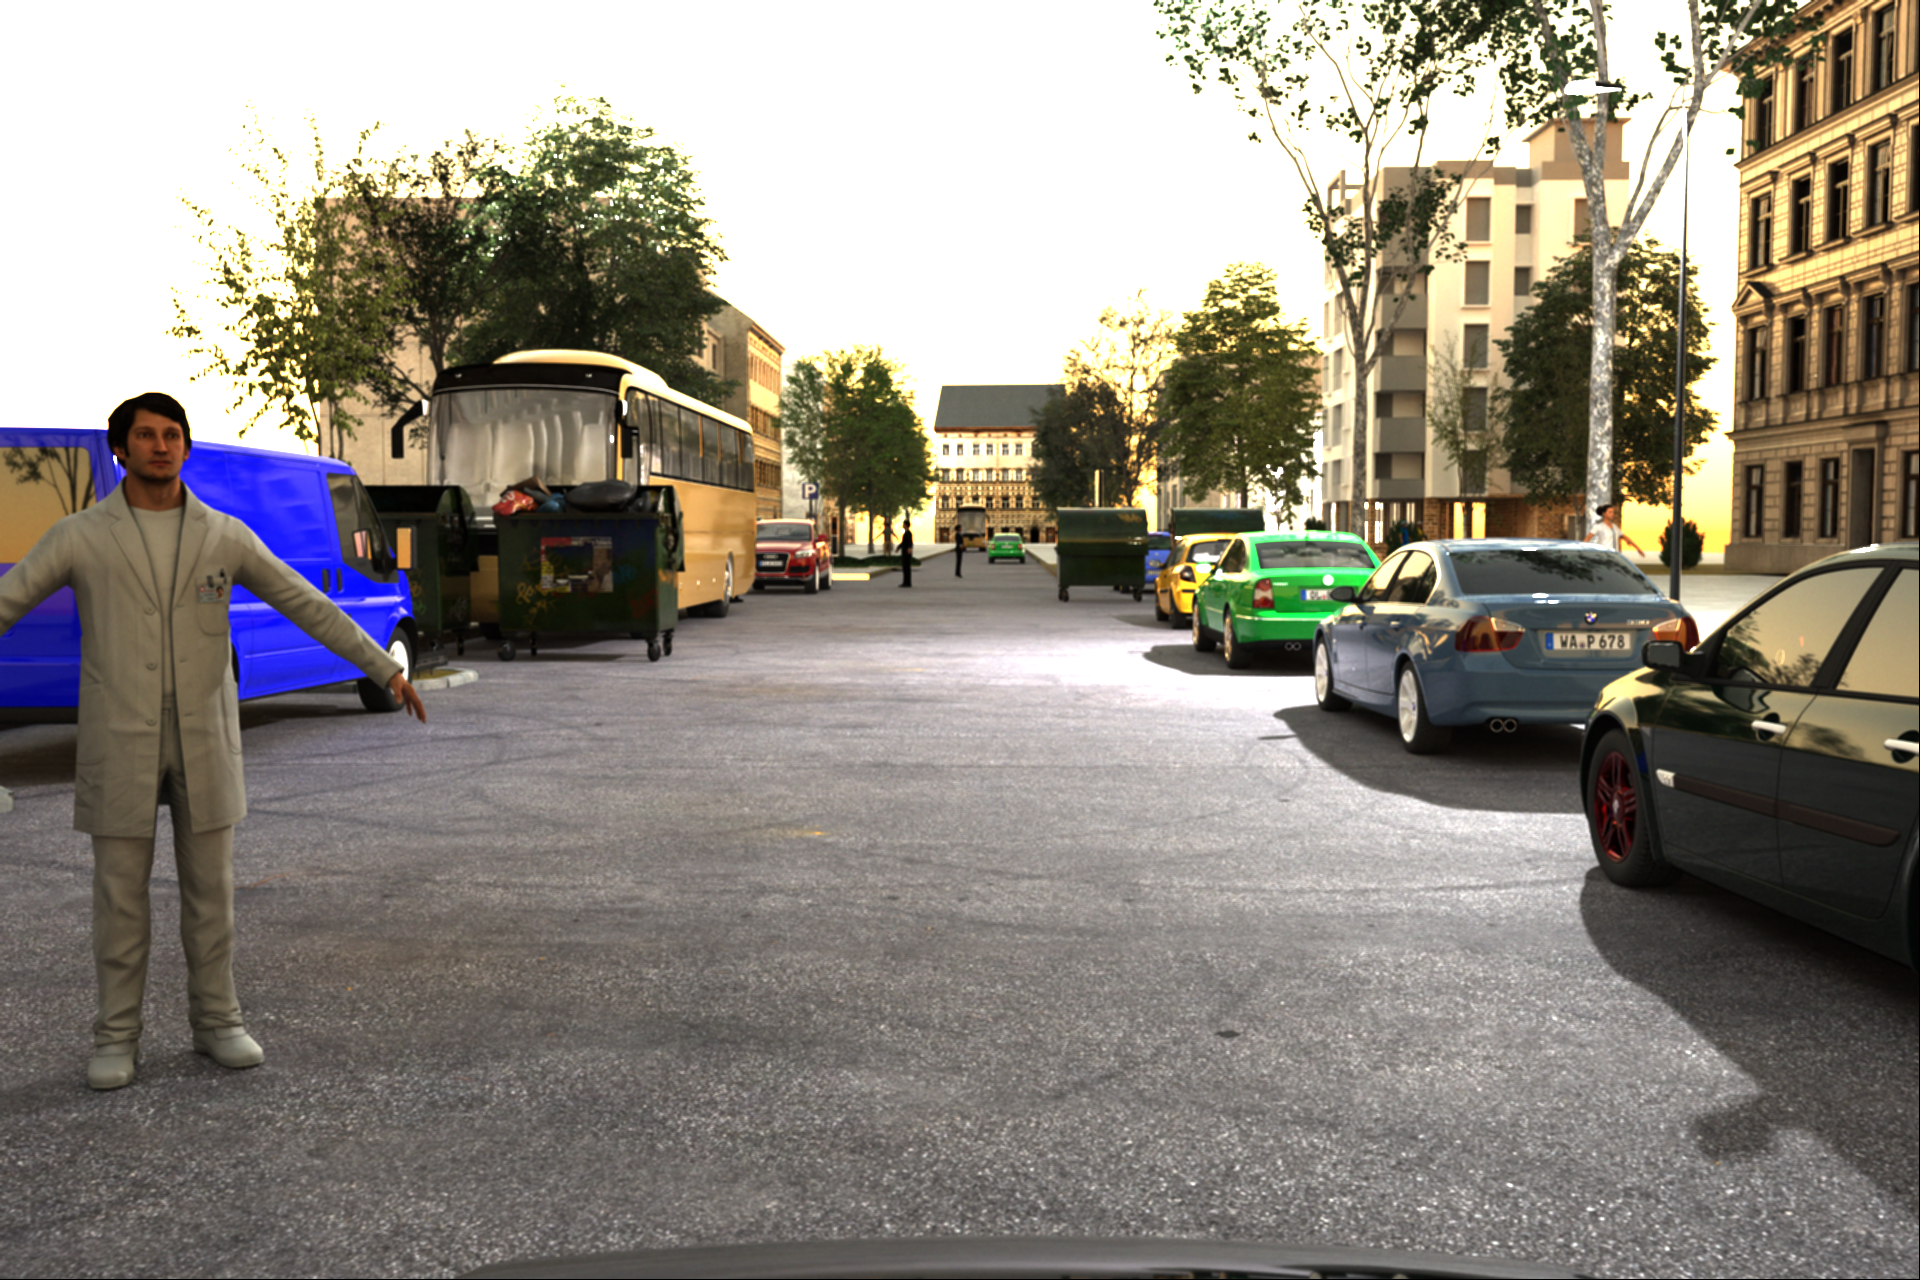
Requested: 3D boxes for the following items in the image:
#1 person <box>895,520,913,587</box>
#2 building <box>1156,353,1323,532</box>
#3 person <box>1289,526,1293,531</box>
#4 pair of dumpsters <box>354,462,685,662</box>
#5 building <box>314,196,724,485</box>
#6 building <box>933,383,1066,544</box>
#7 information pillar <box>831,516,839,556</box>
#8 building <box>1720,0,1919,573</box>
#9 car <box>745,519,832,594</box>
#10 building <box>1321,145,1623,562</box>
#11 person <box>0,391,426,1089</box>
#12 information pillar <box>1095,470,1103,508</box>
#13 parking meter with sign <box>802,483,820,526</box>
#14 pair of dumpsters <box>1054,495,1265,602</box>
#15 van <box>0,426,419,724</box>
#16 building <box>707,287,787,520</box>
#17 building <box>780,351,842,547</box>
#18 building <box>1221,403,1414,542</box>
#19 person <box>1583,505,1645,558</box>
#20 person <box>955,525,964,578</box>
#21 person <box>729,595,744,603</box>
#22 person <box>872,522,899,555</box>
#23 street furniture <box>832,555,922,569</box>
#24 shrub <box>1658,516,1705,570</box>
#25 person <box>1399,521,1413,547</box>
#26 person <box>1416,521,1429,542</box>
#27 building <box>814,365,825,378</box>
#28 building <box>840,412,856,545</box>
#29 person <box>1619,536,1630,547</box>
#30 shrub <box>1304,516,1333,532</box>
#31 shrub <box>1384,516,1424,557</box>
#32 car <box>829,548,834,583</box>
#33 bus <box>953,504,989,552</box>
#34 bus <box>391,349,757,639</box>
[{"bbox_3d":[-1.473,-2.335,46.821,0.705,1.806,1.347,-1,4,-18],"label":"person"},{"bbox_3d":[30.025,-19.053,177.971,16.747,18.905,31.486,0,4,1],"label":"building"},{"bbox_3d":[18.084,-5.357,94.300,1.216,1.740,0.721,-1,4,-17],"label":"person"},{"bbox_3d":[-5.466,-0.913,19.871,4.436,2.255,1.574,0,4,2],"label":"pair of dumpsters"},{"bbox_3d":[-25.250,-14.702,106.841,16.747,18.905,31.486,0,4,1],"label":"building"},{"bbox_3d":[6.270,-25.594,251.840,18.063,23.208,19.493,0,4,6],"label":"building"},{"bbox_3d":[-5.131,-4.066,70.978,0.304,2.012,0.304,0,4,2],"label":"information pillar"},{"bbox_3d":[29.320,-11.194,46.635,10.561,19.211,19.286,0,4,2],"label":"building"},{"bbox_3d":[-4.380,-2.113,43.223,2.281,1.827,5.304,0,4,1],"label":"car"},{"bbox_3d":[24.371,-14.348,91.005,16.016,20.090,11.380,0,4,1],"label":"building"},{"bbox_3d":[-2.127,0.246,4.619,1.347,1.806,0.705,-2,4,-34],"label":"person"},{"bbox_3d":[5.144,-4.452,64.105,0.184,3.620,1.656,0,4,0],"label":"information pillar"},{"bbox_3d":[-5.081,-3.900,60.019,0.543,3.016,1.738,0,4,2],"label":"parking meter with sign"},{"bbox_3d":[4.228,-1.961,37.015,4.436,2.255,1.574,0,4,0],"label":"pair of dumpsters"},{"bbox_3d":[-5.494,-0.481,12.242,2.240,2.365,5.245,0,4,1],"label":"van"},{"bbox_3d":[-24.004,-18.423,132.148,19.493,23.208,18.063,0,4,1],"label":"building"},{"bbox_3d":[-22.460,-21.363,180.212,19.493,23.208,18.063,0,4,2],"label":"building"},{"bbox_3d":[24.171,-10.865,119.784,9.099,9.664,28.070,0,4,2],"label":"building"},{"bbox_3d":[10.046,-1.221,26.729,1.217,1.739,0.721,-1,4,-20],"label":"person"},{"bbox_3d":[0.041,-2.931,57.104,0.721,1.740,1.216,0,4,-1],"label":"person"},{"bbox_3d":[-4.730,-1.710,36.197,0.705,1.856,1.354,1,4,17],"label":"person"},{"bbox_3d":[-3.185,-4.226,75.369,1.348,1.796,0.705,-2,4,-32],"label":"person"},{"bbox_3d":[-6.631,-3.130,66.809,10.072,0.657,5.734,0,4,6],"label":"street furniture"},{"bbox_3d":[25.996,-3.548,62.435,1.690,2.028,1.600,0,3,0],"label":"shrub"},{"bbox_3d":[17.676,-3.833,68.790,0.704,1.817,1.347,2,4,31],"label":"person"},{"bbox_3d":[20.029,-4.245,75.379,0.705,1.833,1.349,3,5,42],"label":"person"},{"bbox_3d":[-21.224,-20.680,194.542,16.016,20.090,11.380,0,4,1],"label":"building"},{"bbox_3d":[-23.050,-23.645,217.523,19.493,23.208,18.063,0,4,1],"label":"building"},{"bbox_3d":[18.604,-2.675,49.910,1.345,1.807,0.704,1,4,17],"label":"person"},{"bbox_3d":[13.496,-3.776,66.154,1.690,2.028,1.600,0,3,0],"label":"shrub"},{"bbox_3d":[18.333,-4.103,71.500,1.690,2.028,1.600,0,3,0],"label":"shrub"},{"bbox_3d":[-4.645,-2.315,49.859,2.014,1.417,4.499,0,4,1],"label":"car"},{"bbox_3d":[1.007,-9.313,143.820,2.896,3.916,12.252,0,4,1],"label":"bus"},{"bbox_3d":[-5.251,-2.158,26.836,2.896,3.916,12.252,0,4,1],"label":"bus"}]
